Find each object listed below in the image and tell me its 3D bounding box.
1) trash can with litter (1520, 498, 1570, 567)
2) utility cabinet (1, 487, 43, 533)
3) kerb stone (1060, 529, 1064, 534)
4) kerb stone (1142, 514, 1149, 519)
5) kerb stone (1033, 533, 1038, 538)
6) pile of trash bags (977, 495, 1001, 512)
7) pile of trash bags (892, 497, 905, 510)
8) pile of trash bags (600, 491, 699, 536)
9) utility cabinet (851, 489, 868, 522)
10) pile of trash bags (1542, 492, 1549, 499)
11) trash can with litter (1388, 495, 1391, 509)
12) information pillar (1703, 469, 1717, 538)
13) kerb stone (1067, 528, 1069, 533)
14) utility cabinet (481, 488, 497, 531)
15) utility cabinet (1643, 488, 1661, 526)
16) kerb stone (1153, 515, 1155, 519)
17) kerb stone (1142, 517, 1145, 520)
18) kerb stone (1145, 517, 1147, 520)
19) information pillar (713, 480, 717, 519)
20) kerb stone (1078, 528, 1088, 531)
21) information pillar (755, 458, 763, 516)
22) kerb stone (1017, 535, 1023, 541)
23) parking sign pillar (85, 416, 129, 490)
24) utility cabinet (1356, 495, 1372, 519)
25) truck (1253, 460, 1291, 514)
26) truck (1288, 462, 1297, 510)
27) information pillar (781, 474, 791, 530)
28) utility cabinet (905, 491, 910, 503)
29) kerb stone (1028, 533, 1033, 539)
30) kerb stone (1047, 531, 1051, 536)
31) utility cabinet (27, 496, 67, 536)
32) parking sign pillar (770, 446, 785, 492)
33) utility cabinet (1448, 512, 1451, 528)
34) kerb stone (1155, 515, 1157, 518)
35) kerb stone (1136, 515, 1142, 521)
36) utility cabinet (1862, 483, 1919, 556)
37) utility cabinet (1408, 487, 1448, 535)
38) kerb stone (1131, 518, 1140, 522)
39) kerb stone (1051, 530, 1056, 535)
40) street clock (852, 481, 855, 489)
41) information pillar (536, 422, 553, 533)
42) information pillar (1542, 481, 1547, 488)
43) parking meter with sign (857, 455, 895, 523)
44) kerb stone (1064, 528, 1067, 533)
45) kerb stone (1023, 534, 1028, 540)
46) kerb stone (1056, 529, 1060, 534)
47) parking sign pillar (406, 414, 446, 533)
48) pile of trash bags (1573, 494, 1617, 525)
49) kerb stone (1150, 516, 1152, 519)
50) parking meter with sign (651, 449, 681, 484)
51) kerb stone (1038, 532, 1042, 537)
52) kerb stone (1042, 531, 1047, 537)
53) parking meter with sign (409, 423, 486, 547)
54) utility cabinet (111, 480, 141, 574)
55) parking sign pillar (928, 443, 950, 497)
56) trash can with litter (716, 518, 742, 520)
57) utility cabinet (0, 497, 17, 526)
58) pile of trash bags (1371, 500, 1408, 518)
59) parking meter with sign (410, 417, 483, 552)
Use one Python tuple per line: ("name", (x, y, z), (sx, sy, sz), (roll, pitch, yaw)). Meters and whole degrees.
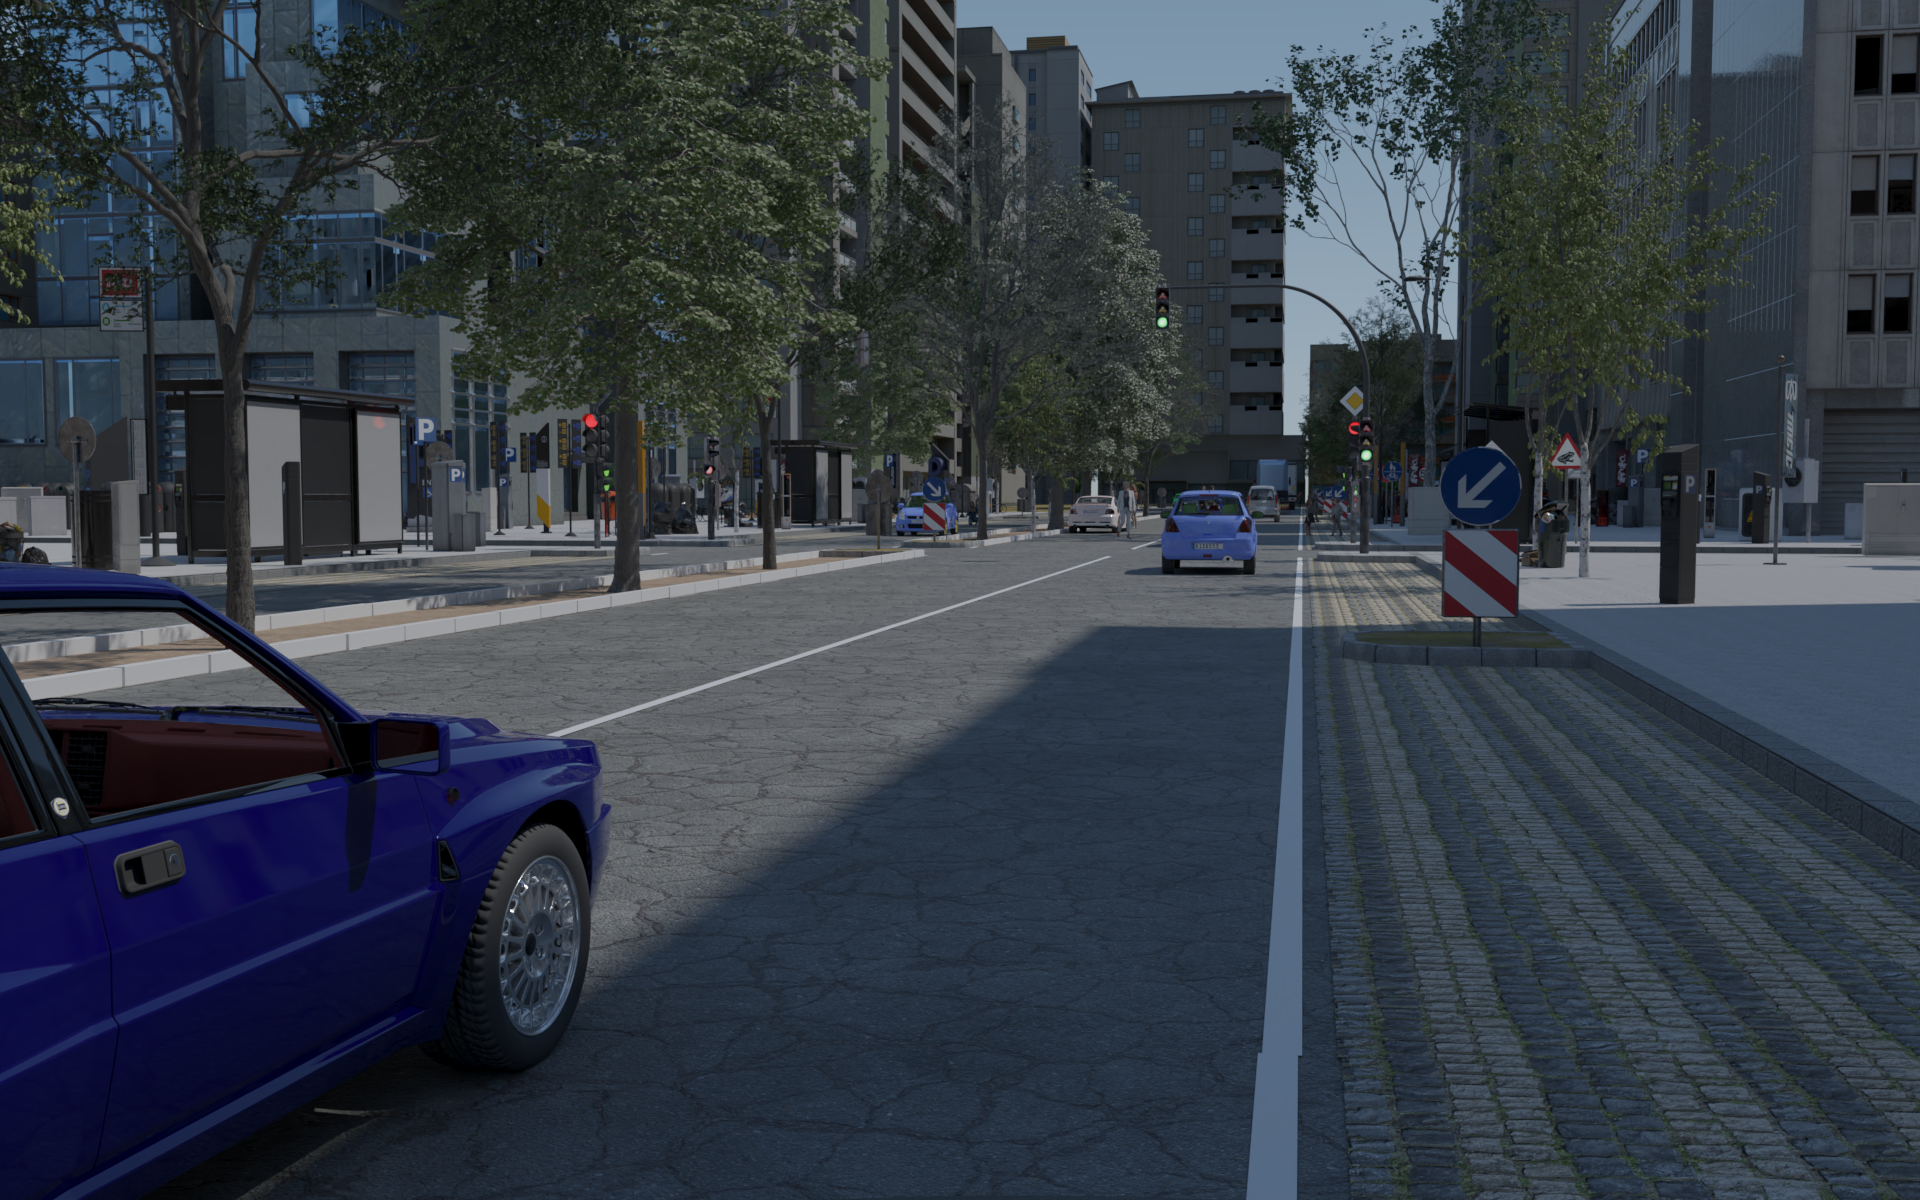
("trash can with litter", (10.175, -1.160, 30.347), (0.624, 1.170, 1.055), (-1, 4, -19))
("utility cabinet", (-30.502, -2.916, 56.355), (1.173, 1.500, 0.318), (-1, 4, -17))
("kerb stone", (3.500, -2.445, 62.192), (0.120, 0.150, 1.000), (1, 4, 11))
("kerb stone", (10.263, -4.539, 96.410), (0.120, 0.150, 1.000), (1, 4, 11))
("kerb stone", (2.305, -2.074, 56.142), (0.120, 0.150, 1.000), (1, 4, 11))
("pile of trash bags", (1.294, -6.822, 121.295), (3.447, 1.369, 1.912), (1, 4, 12))
("pile of trash bags", (-3.112, -6.903, 122.616), (3.447, 1.369, 1.912), (-1, 4, -14))
("pile of trash bags", (-9.994, -2.750, 54.723), (1.912, 1.369, 3.447), (3, 4, 36))
("utility cabinet", (-4.724, -4.353, 79.857), (1.173, 1.500, 0.318), (-1, 4, -9))
("pile of trash bags", (24.856, -4.148, 77.579), (3.447, 1.369, 1.912), (-1, 4, -19))
("trash can with litter", (27.368, -5.980, 108.827), (1.678, 1.210, 2.233), (-3, 5, -41))
("information pillar", (21.802, -2.805, 50.358), (0.304, 2.012, 0.304), (1, 4, 22))
("kerb stone", (3.907, -2.570, 64.211), (0.120, 0.150, 1.000), (1, 4, 11))
("utility cabinet", (-16.127, -3.096, 59.297), (0.318, 1.500, 1.173), (0, 4, -5))
("utility cabinet", (27.457, -3.660, 68.522), (0.318, 1.500, 1.173), (-2, 4, -26))
("kerb stone", (11.060, -4.785, 100.424), (0.120, 0.150, 1.000), (1, 4, 11))
("kerb stone", (9.864, -4.416, 94.395), (0.120, 0.150, 1.000), (1, 4, 11))
("kerb stone", (10.059, -4.478, 95.408), (0.120, 0.150, 1.000), (1, 4, 11))
("information pillar", (-12.917, -5.276, 90.750), (0.304, 2.012, 0.304), (-1, 4, -21))
("kerb stone", (4.883, -2.875, 69.241), (0.120, 0.150, 1.000), (1, 4, 11))
("information pillar", (-11.451, -6.569, 98.757), (0.504, 3.616, 0.183), (-1, 4, -14))
("kerb stone", (1.707, -1.892, 53.124), (0.120, 0.150, 1.000), (1, 4, 11))
("parking sign pillar", (-29.450, -4.363, 59.809), (1.447, 3.967, 1.447), (3, 5, 40))
("utility cabinet", (20.825, -4.788, 89.451), (0.306, 1.237, 1.020), (-2, 4, -24))
("truck", (23.500, -8.600, 130.367), (2.967, 4.110, 18.799), (1, 4, 10))
("truck", (29.558, -10.419, 159.267), (2.839, 4.237, 11.283), (1, 4, 10))
("information pillar", (-6.301, -3.559, 62.689), (0.304, 2.012, 0.304), (-1, 4, -18))
("utility cabinet", (-3.468, -6.551, 115.793), (0.318, 1.500, 1.173), (0, 4, -8))
("kerb stone", (2.107, -2.015, 55.139), (0.120, 0.150, 1.000), (1, 4, 11))
("kerb stone", (2.902, -2.262, 59.184), (0.120, 0.150, 1.000), (1, 4, 11))
("utility cabinet", (-28.143, -2.583, 53.388), (0.306, 1.237, 1.020), (3, 5, 45))
("parking sign pillar", (-10.104, -6.689, 97.838), (1.447, 3.967, 1.447), (-3, 5, -45))
("utility cabinet", (17.827, -3.446, 65.025), (1.173, 1.500, 0.318), (2, 4, 31))
("kerb stone", (11.263, -4.844, 101.429), (0.120, 0.150, 1.000), (1, 4, 11))
("kerb stone", (9.476, -4.293, 92.379), (0.120, 0.150, 1.000), (1, 4, 11))
("utility cabinet", (19.144, -1.635, 35.419), (1.173, 1.500, 0.318), (1, 4, 16))
("utility cabinet", (14.578, -2.781, 54.147), (1.173, 1.500, 0.318), (-1, 4, -21))
("kerb stone", (9.263, -4.231, 91.379), (0.120, 0.150, 1.000), (1, 4, 11))
("kerb stone", (3.111, -2.321, 60.185), (0.120, 0.150, 1.000), (1, 4, 11))
("street clock", (-5.789, -5.379, 92.509), (0.358, 2.002, 0.471), (1, 4, 17))
("information pillar", (-13.594, -3.987, 56.542), (0.504, 3.616, 0.183), (1, 4, 22))
("information pillar", (33.663, -5.835, 99.896), (0.304, 2.012, 0.304), (1, 4, 14))
("parking meter with sign", (-3.718, -4.897, 76.332), (1.738, 3.016, 0.543), (-3, 5, -40))
("kerb stone", (3.703, -2.508, 63.209), (0.120, 0.150, 1.000), (1, 4, 11))
("kerb stone", (1.902, -1.953, 54.128), (0.120, 0.150, 1.000), (1, 4, 11))
("kerb stone", (3.300, -2.383, 61.190), (0.120, 0.150, 1.000), (1, 4, 11))
("parking sign pillar", (-17.913, -4.267, 58.235), (1.447, 3.967, 1.447), (-1, 4, -21))
("pile of trash bags", (27.207, -3.887, 73.306), (1.912, 1.369, 3.447), (-1, 4, -20))
("kerb stone", (10.661, -4.656, 98.417), (0.120, 0.150, 1.000), (1, 4, 11))
("parking meter with sign", (-11.201, -4.350, 67.381), (1.738, 3.016, 0.543), (0, 4, -5))
("kerb stone", (2.500, -2.139, 57.162), (0.120, 0.150, 1.000), (1, 4, 11))
("kerb stone", (2.706, -2.198, 58.164), (0.120, 0.150, 1.000), (1, 4, 11))
("parking meter with sign", (-12.462, -2.813, 42.252), (1.738, 3.016, 0.543), (1, 4, 9))
("utility cabinet", (-13.413, -1.170, 27.815), (0.318, 1.500, 1.173), (-2, 4, -31))
("parking sign pillar", (-1.124, -6.317, 91.749), (1.447, 3.967, 1.447), (-3, 5, -41))
("trash can with litter", (-11.418, -4.623, 86.649), (1.678, 1.210, 2.233), (1, 4, 17))
("utility cabinet", (-19.724, -1.468, 35.158), (0.306, 1.237, 1.020), (2, 4, 35))
("pile of trash bags", (23.924, -5.248, 95.563), (1.912, 1.369, 3.447), (2, 4, 30))
("parking meter with sign", (-11.555, -2.613, 38.988), (1.738, 3.016, 0.543), (3, 5, 40))
